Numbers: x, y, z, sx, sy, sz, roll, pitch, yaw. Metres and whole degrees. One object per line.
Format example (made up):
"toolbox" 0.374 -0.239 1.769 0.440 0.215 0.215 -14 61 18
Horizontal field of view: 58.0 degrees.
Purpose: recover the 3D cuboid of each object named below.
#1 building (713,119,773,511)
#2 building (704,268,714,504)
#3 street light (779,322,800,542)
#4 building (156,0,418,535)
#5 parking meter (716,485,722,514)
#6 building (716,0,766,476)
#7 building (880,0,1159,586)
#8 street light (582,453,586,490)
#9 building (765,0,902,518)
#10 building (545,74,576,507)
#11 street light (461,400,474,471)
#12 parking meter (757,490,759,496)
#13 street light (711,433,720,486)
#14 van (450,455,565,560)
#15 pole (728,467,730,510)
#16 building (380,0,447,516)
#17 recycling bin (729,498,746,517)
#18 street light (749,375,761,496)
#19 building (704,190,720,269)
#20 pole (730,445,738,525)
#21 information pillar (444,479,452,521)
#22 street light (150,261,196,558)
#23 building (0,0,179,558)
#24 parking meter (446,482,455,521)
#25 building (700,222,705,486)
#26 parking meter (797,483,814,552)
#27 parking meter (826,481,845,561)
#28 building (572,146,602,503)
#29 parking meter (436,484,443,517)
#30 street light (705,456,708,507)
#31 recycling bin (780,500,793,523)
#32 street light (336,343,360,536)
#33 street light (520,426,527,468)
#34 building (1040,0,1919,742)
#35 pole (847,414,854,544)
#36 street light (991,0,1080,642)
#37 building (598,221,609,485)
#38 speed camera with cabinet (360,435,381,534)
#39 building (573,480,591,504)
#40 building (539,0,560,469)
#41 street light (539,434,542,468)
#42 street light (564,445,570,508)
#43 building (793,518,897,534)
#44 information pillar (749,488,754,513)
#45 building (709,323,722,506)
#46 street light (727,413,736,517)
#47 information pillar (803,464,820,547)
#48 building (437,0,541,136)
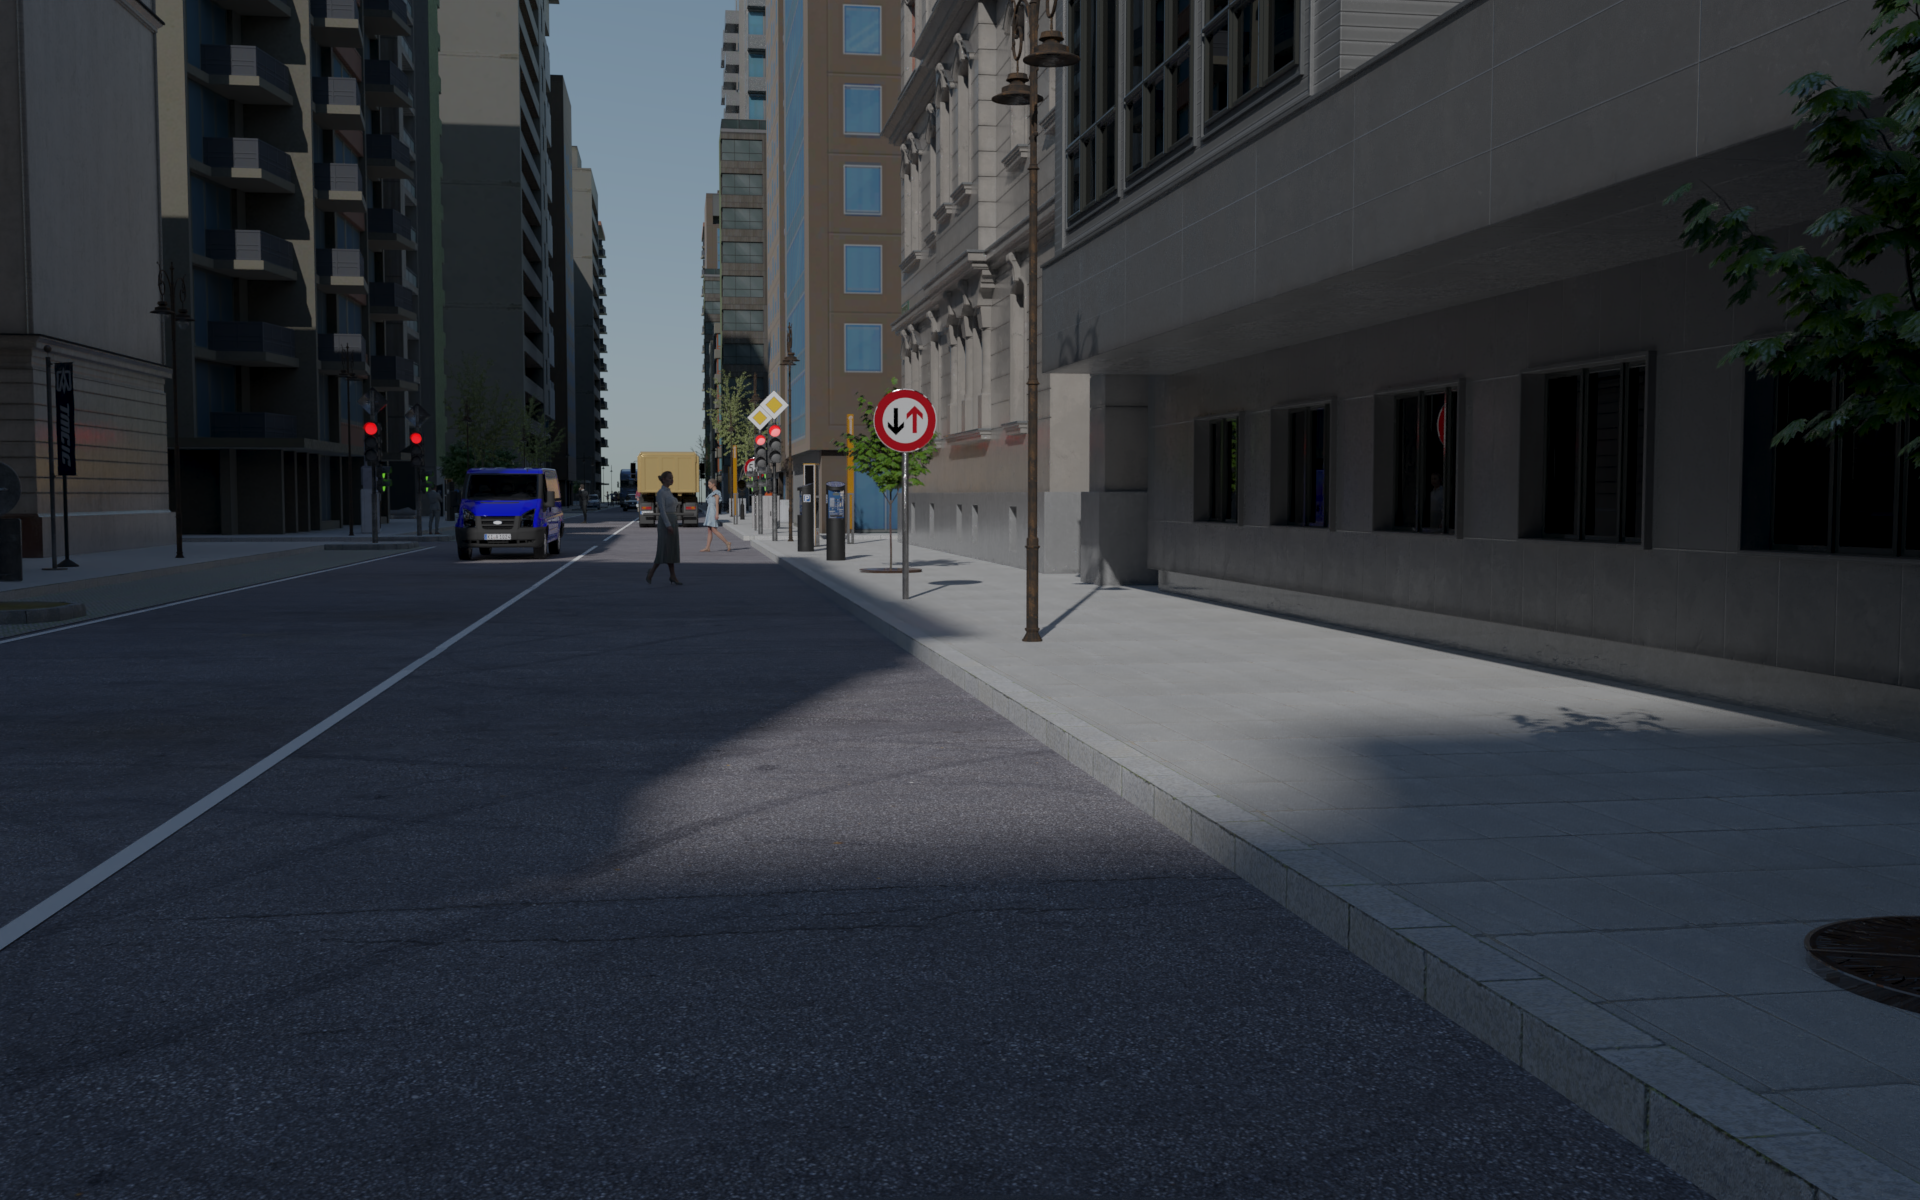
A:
"building" -12.013 -22.377 137.558 14.160 30.474 14.107 -1 4 -9
"building" -25.866 -27.612 223.165 14.160 30.474 14.107 -1 4 -9
"street light" -4.586 -4.523 46.732 0.468 5.910 1.993 -1 4 -9
"building" -33.073 -25.073 64.575 22.147 44.769 28.867 -1 4 -9
"parking meter" -15.597 -6.493 111.879 0.399 1.863 0.255 -1 4 -16
"building" -10.596 -33.064 160.202 23.786 49.044 30.456 -1 4 -9
"building" 6.271 -15.163 35.301 14.401 28.519 23.554 -1 4 -9
"street light" -41.375 -13.332 190.765 0.468 5.910 1.993 -1 4 -9
"building" -5.383 -28.353 113.686 14.600 45.320 14.200 -1 4 -9
"building" -47.830 -32.474 181.060 14.600 45.320 14.200 -1 4 -9
"street light" -23.895 -6.809 84.114 0.468 5.910 1.993 -1 4 -9
"parking meter" -13.875 -6.778 119.230 0.372 1.533 0.369 0 3 0
"street light" -18.008 -9.529 128.594 0.468 5.910 1.993 -1 4 -9
"van" -10.243 -2.150 39.543 2.240 2.365 5.245 0 4 -8
"pole" -17.143 -8.263 128.938 0.158 3.312 0.155 0 3 0
"building" -36.895 -25.234 96.170 14.154 41.232 14.086 -1 4 -9
"recycling bin" -12.734 -5.298 99.177 0.722 1.027 0.722 -3 4 -37
"street light" -7.789 -5.699 65.972 0.468 5.910 1.993 -1 4 -9
"building" -29.838 -36.780 251.470 14.600 45.320 14.200 -1 4 -9
"pole" -9.431 -4.824 72.712 0.158 3.312 0.155 0 3 0
"information pillar" -24.569 -4.815 83.220 0.304 2.012 0.304 -2 4 -34
"street light" -15.663 -3.780 34.590 0.468 5.910 1.993 -1 4 -9
"building" -28.071 -10.559 37.272 19.286 19.102 10.561 -1 4 -9
"parking meter" -24.127 -4.668 82.031 0.255 1.863 0.399 -3 5 -44
"building" -29.588 -37.866 273.740 22.147 44.769 28.867 -1 4 -9
"parking meter" -3.437 -1.844 38.560 0.372 1.533 0.369 0 3 0
"parking meter" -2.398 -1.530 33.421 0.372 1.533 0.369 0 3 0
"building" -61.776 -37.853 242.595 21.300 48.544 21.600 -1 4 -9
"parking meter" -29.620 -5.679 98.556 0.399 1.863 0.255 -1 4 -13
"street light" -25.315 -12.265 173.319 0.468 5.910 1.993 -1 4 -9
"recycling bin" -7.660 -3.898 76.286 0.722 1.027 0.722 1 4 13
"street light" -18.721 -4.912 53.106 0.468 5.910 1.993 -1 4 -9
"street light" -28.945 -8.707 115.142 0.468 5.910 1.993 -1 4 -9
"building" 10.308 -11.585 8.474 14.314 24.678 30.058 -1 4 -9
"pole" -2.806 -3.084 44.268 0.158 3.312 0.155 0 3 0
"street light" 0.630 -2.577 14.916 0.468 5.910 1.993 -1 4 -9
"building" -65.982 -37.488 267.545 22.147 44.769 28.867 -1 4 -9
"speed camera with cabinet" -19.391 -3.834 57.027 0.660 3.252 2.038 -1 4 -16
"building" -63.664 -32.244 219.075 32.217 40.220 23.993 -1 4 -9
"building" -51.907 -34.853 159.078 28.713 52.752 27.495 -1 4 -9
"street light" -31.139 -9.533 128.653 0.468 5.910 1.993 -1 4 -9
"street light" -36.188 -11.436 159.760 0.468 5.910 1.993 -1 4 -9
"building" 1.085 -25.200 62.136 14.200 45.320 14.600 -1 4 -9
"information pillar" -14.444 -7.069 120.076 0.304 2.012 0.304 2 4 26
"building" -13.448 -21.197 191.610 27.650 21.520 28.899 -1 4 -9
"street light" -12.813 -7.600 97.050 0.468 5.910 1.993 -1 4 -9
"information pillar" -3.592 -2.291 41.944 0.304 2.012 0.304 1 4 16
"building" -44.422 -31.309 135.599 21.300 48.544 21.600 -1 4 -9
